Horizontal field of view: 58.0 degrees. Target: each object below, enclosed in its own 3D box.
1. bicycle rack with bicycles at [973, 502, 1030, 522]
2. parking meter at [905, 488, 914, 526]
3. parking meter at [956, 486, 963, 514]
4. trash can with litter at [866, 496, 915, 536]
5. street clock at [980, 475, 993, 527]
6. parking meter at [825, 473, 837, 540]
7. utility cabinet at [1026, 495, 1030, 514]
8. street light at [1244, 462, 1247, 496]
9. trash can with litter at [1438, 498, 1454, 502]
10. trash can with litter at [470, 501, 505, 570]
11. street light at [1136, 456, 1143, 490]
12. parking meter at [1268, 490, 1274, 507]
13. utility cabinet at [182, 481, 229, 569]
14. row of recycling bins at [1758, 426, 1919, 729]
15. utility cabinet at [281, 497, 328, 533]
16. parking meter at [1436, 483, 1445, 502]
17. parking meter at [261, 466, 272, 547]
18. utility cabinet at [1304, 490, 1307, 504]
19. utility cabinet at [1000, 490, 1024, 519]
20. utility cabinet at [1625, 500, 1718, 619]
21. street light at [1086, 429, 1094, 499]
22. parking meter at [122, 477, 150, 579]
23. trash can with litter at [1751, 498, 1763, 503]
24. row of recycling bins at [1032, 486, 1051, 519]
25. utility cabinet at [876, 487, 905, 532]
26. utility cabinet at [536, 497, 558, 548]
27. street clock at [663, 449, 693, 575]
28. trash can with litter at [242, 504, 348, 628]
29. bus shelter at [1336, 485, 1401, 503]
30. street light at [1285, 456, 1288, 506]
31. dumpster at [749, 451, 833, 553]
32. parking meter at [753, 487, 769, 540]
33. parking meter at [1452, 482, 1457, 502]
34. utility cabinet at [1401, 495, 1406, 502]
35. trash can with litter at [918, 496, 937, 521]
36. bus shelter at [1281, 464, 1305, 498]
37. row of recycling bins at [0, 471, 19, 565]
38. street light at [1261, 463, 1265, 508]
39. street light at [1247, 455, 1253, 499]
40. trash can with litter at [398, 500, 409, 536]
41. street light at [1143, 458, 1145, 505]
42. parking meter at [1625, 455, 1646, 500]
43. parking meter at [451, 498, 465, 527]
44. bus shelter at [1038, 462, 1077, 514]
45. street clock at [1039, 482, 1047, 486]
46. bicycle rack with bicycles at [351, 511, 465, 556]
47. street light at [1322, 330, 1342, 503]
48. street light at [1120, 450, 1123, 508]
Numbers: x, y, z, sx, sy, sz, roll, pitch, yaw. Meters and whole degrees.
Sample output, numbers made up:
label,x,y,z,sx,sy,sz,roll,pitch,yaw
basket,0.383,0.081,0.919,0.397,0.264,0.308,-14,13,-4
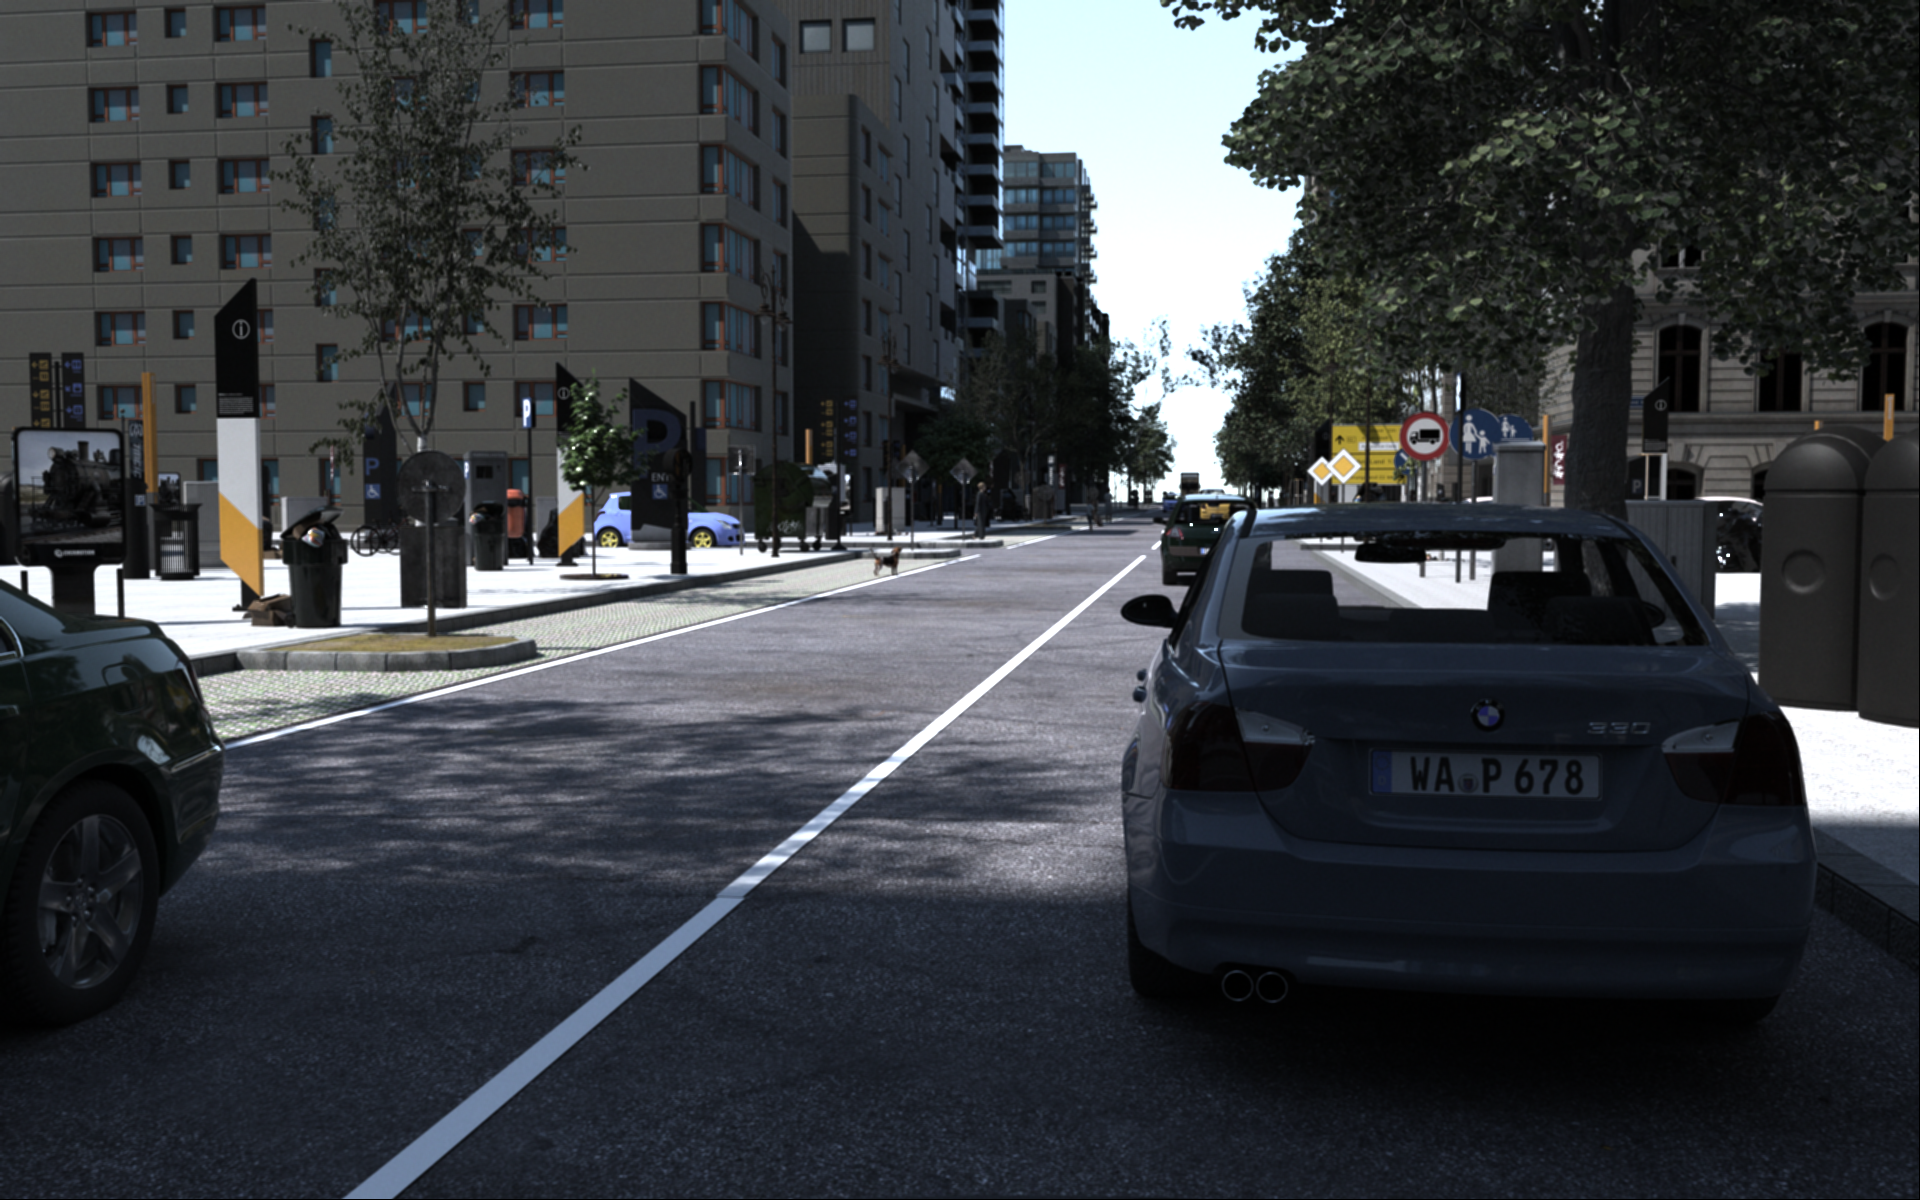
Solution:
label,x,y,z,sx,sy,sz,roll,pitch,yaw
bicycle rack with bicycles,2.073,-4.088,80.226,2.925,0.926,2.852,-3,4,-38
parking meter,-2.030,-3.712,69.096,0.372,1.533,0.369,0,3,0
parking meter,-0.015,-6.539,112.615,0.399,1.863,0.255,-3,4,-39
trash can with litter,-2.091,-2.641,54.235,1.678,1.210,2.233,1,4,8
street clock,1.034,-3.836,67.284,0.471,2.002,0.358,-3,5,-40
parking meter,-3.577,-2.602,48.253,0.399,1.863,0.255,-2,4,-27
utility cabinet,4.061,-5.137,95.153,1.020,1.237,0.306,-2,4,-25
street light,32.335,-13.609,195.287,0.468,5.910,1.993,1,4,8
trash can with litter,13.545,-2.303,49.038,0.624,1.170,1.055,-1,4,-11
trash can with litter,-8.035,-1.089,29.198,0.624,1.170,1.055,-2,4,-26
street light,19.808,-13.485,193.261,0.468,5.910,1.993,1,4,8
parking meter,18.145,-5.664,101.011,0.372,1.533,0.369,0,3,0
utility cabinet,-12.621,-1.281,29.622,1.173,1.500,0.318,-2,4,-35
row of recycling bins,5.720,-0.132,9.264,1.069,1.692,3.534,-1,4,-18
utility cabinet,-15.475,-1.820,40.913,0.306,1.237,1.020,3,5,42
parking meter,25.685,-5.313,92.571,0.399,1.863,0.255,2,4,23
parking meter,-14.387,-1.838,35.768,0.255,1.863,0.399,-1,4,-15
utility cabinet,19.750,-5.427,97.408,0.318,1.500,1.173,3,4,37
utility cabinet,2.660,-4.885,88.540,1.173,1.500,0.318,0,4,1
utility cabinet,7.303,-0.419,18.016,0.306,1.237,1.020,-3,5,-40
street light,9.458,-9.206,123.307,0.468,5.910,1.993,1,4,8
parking meter,-12.466,-1.086,26.171,0.372,1.533,0.369,0,3,0
trash can with litter,20.775,-2.023,44.458,0.624,1.170,1.055,-2,4,-28
row of recycling bins,4.304,-5.146,91.243,1.069,1.692,3.534,0,4,4
utility cabinet,-2.328,-3.009,57.872,0.318,1.500,1.173,3,4,38
utility cabinet,-9.478,-1.818,40.880,1.020,1.237,0.306,-1,4,-15
street clock,-4.499,-1.413,27.666,0.358,2.002,0.471,2,4,32
trash can with litter,-6.456,-0.327,16.727,1.055,1.170,0.624,1,4,18
bus shelter,12.592,-3.646,53.531,2.014,3.302,5.546,1,4,8
street light,15.817,-6.790,83.803,0.468,5.910,1.993,1,4,8
dumpster,-3.776,-2.209,38.619,1.502,2.255,1.985,1,4,8
parking meter,-5.558,-2.614,48.450,0.399,1.863,0.255,1,4,20
parking meter,24.774,-4.941,86.488,0.399,1.863,0.255,-2,4,-33
utility cabinet,21.085,-4.342,82.159,0.306,1.237,1.020,-2,4,-27
trash can with litter,-1.477,-4.304,81.761,0.624,1.170,1.055,3,5,40
bus shelter,21.521,-7.435,112.840,1.731,3.624,6.357,1,4,8
row of recycling bins,-18.578,-1.467,31.092,3.534,1.692,1.069,-2,4,-25
street light,21.918,-9.358,125.794,0.468,5.910,1.993,1,4,8
street light,27.078,-11.473,160.373,0.468,5.910,1.993,1,4,8
trash can with litter,-16.482,-2.376,50.234,0.624,1.170,1.055,3,5,42
street light,21.847,-14.257,205.890,0.468,5.910,1.993,1,4,8
parking meter,10.045,-1.241,26.007,0.399,1.863,0.255,-2,4,-24
parking meter,-11.821,-1.986,40.878,0.372,1.533,0.369,0,3,0
bus shelter,6.362,-7.270,112.787,2.014,3.302,5.546,1,4,9
street clock,4.787,-5.827,99.837,0.471,2.002,0.358,-2,4,-26
bicycle rack with bicycles,-11.654,-1.451,37.103,2.925,0.926,2.852,-2,4,-26
street light,10.489,-4.659,48.968,0.468,5.910,1.993,1,4,8
street light,14.742,-11.369,158.668,0.468,5.910,1.993,1,4,8
